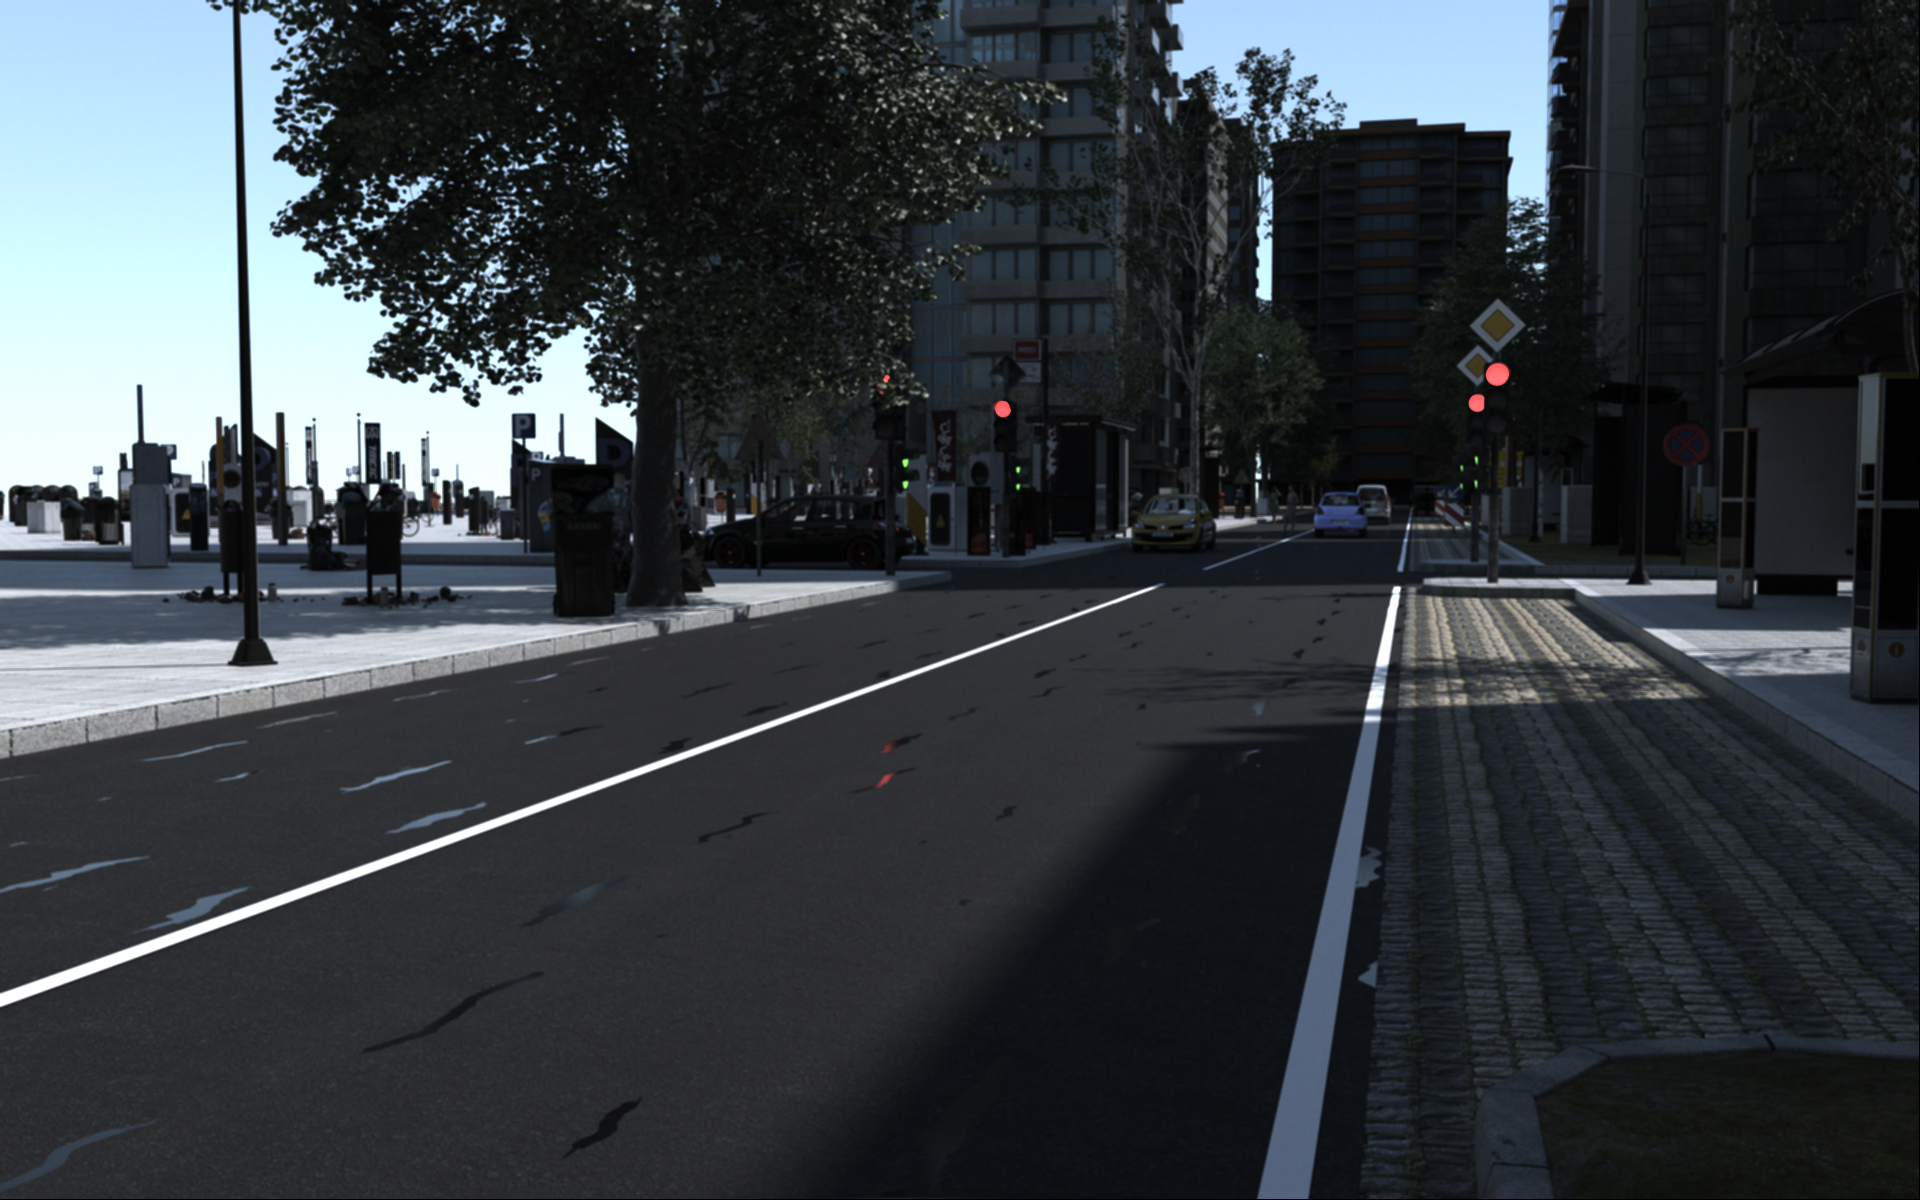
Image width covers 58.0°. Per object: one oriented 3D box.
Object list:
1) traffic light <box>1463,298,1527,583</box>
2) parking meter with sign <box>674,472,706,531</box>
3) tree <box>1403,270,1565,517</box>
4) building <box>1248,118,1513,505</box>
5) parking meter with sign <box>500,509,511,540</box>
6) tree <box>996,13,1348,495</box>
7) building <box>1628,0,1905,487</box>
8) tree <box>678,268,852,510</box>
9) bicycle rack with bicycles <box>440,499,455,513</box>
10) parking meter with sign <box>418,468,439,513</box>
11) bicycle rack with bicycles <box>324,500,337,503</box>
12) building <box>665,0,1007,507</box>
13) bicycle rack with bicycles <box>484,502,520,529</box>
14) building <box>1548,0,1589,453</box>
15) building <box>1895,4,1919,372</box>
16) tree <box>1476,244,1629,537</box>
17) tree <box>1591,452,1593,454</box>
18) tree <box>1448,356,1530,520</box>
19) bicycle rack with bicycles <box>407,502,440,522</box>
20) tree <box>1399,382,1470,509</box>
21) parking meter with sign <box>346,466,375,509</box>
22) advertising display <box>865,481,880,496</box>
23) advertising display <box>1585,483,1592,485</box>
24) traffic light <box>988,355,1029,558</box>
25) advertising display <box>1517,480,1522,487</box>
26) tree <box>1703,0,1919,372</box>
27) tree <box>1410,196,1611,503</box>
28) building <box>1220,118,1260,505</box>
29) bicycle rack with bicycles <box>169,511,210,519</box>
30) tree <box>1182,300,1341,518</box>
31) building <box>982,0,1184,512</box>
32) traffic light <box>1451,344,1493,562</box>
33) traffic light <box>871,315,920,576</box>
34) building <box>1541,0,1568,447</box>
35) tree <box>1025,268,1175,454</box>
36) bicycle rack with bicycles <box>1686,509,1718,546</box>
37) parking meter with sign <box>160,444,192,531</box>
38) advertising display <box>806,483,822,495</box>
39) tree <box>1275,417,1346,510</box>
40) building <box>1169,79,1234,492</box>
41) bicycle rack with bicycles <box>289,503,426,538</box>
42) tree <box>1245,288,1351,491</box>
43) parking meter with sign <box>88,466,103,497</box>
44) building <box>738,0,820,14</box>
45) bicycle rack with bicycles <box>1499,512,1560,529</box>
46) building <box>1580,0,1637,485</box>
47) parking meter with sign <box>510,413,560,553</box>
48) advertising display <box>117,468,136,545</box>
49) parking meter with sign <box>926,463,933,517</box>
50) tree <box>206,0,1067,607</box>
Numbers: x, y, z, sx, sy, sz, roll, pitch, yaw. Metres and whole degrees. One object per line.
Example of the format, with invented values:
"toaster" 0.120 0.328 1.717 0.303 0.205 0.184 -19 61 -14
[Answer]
"traffic light" 7.688 -2.203 24.942 0.839 4.253 0.868 1 4 15
"parking meter with sign" -9.582 -3.894 59.922 1.738 3.016 0.543 2 4 27
"tree" 29.661 -11.657 97.254 9.857 13.997 8.962 0 3 0
"building" 49.859 -33.704 205.676 28.867 44.769 22.147 1 4 15
"parking meter with sign" -12.000 -3.198 48.548 1.738 3.016 0.543 0 4 -6
"tree" 8.152 -13.084 69.805 12.611 20.169 13.585 0 3 0
"building" 43.705 -19.719 94.101 14.160 30.474 14.107 1 4 15
"tree" -6.213 -6.443 55.700 4.360 8.622 3.978 0 3 0
"bicycle rack with bicycles" -35.703 -6.523 120.035 2.925 0.926 2.852 -2 4 -27
"parking meter with sign" -35.954 -7.392 117.118 0.543 3.016 1.738 1 4 18
"bicycle rack with bicycles" -39.275 -5.782 107.923 2.852 0.926 2.925 2 4 27
"building" -13.131 -33.834 172.793 30.456 49.044 23.786 1 4 15
"bicycle rack with bicycles" -16.656 -3.117 64.350 2.852 0.926 2.925 -1 4 -12
"building" 63.402 -30.382 151.373 22.147 44.769 28.867 1 4 15
"building" 38.021 -36.980 42.868 20.611 71.187 20.563 1 4 15
"tree" 17.636 -6.192 51.596 4.360 8.622 3.978 0 3 0
"tree" 29.508 -5.652 76.118 4.285 4.588 4.351 0 3 0
"tree" 26.293 -8.342 86.754 4.737 8.622 4.395 0 3 0
"bicycle rack with bicycles" -25.207 -3.946 77.903 2.925 0.926 2.852 -1 4 -23
"tree" 50.768 -16.266 176.324 12.009 13.543 11.850 0 3 0
"parking meter with sign" -39.979 -7.299 115.602 1.738 3.016 0.543 0 4 7
"advertising display" -4.413 -4.927 85.771 0.974 1.923 0.123 -2 4 -23
"advertising display" 36.604 -5.797 99.997 0.974 1.923 0.123 2 4 32
"traffic light" 0.946 -2.815 34.943 0.839 4.253 0.868 1 4 15
"advertising display" 25.318 -4.428 77.611 0.974 1.923 0.123 -2 4 -24
"tree" 8.055 -3.903 14.173 4.360 8.622 3.978 0 3 0
"tree" 20.981 -9.099 66.890 7.486 12.596 7.792 0 3 0
"building" 28.020 -34.077 207.262 14.200 45.320 14.600 1 4 15
"bicycle rack with bicycles" -29.963 -3.382 68.673 2.852 0.926 2.925 0 4 2
"tree" 15.819 -10.292 94.026 9.928 11.665 9.643 0 3 0
"building" 4.154 -31.025 126.867 23.786 49.044 30.456 1 4 15
"traffic light" 9.715 -2.676 32.667 0.839 4.253 0.868 1 4 15
"traffic light" -1.081 -2.342 27.219 0.839 4.253 0.868 1 4 15
"building" 78.828 -54.054 196.448 31.000 86.520 22.319 1 4 15
"tree" 5.065 -6.498 56.602 4.360 8.622 3.978 0 3 0
"bicycle rack with bicycles" 18.072 -1.862 43.819 2.925 0.926 2.852 1 4 17
"parking meter with sign" -27.534 -3.980 61.342 0.543 3.016 1.738 0 4 6
"advertising display" -8.478 -5.835 100.618 0.974 1.923 0.123 -2 4 -33
"tree" 26.819 -11.380 136.430 4.737 8.622 4.395 0 3 0
"building" 12.747 -28.793 162.644 23.993 40.220 32.217 1 4 15
"bicycle rack with bicycles" -17.876 -2.319 51.303 2.925 0.926 2.852 0 4 5
"tree" 18.936 -12.227 106.566 9.857 13.997 8.962 0 3 0
"parking meter with sign" -53.364 -6.754 106.692 0.543 3.016 1.738 0 4 -8
"building" -16.099 -47.874 220.996 20.611 71.187 20.563 1 4 15
"bicycle rack with bicycles" 20.975 -3.066 63.505 2.925 0.926 2.852 -1 4 -13
"building" 55.830 -35.559 123.381 21.231 58.520 28.212 1 4 15
"parking meter with sign" -9.135 -2.564 38.190 0.543 3.016 1.738 1 4 19
"advertising display" -20.653 -2.349 43.618 0.974 1.923 0.123 -3 4 -36
"parking meter with sign" -1.850 -6.189 97.450 0.543 3.016 1.738 -1 4 -16
"tree" -3.449 -6.911 19.653 9.857 13.997 8.962 0 3 0
